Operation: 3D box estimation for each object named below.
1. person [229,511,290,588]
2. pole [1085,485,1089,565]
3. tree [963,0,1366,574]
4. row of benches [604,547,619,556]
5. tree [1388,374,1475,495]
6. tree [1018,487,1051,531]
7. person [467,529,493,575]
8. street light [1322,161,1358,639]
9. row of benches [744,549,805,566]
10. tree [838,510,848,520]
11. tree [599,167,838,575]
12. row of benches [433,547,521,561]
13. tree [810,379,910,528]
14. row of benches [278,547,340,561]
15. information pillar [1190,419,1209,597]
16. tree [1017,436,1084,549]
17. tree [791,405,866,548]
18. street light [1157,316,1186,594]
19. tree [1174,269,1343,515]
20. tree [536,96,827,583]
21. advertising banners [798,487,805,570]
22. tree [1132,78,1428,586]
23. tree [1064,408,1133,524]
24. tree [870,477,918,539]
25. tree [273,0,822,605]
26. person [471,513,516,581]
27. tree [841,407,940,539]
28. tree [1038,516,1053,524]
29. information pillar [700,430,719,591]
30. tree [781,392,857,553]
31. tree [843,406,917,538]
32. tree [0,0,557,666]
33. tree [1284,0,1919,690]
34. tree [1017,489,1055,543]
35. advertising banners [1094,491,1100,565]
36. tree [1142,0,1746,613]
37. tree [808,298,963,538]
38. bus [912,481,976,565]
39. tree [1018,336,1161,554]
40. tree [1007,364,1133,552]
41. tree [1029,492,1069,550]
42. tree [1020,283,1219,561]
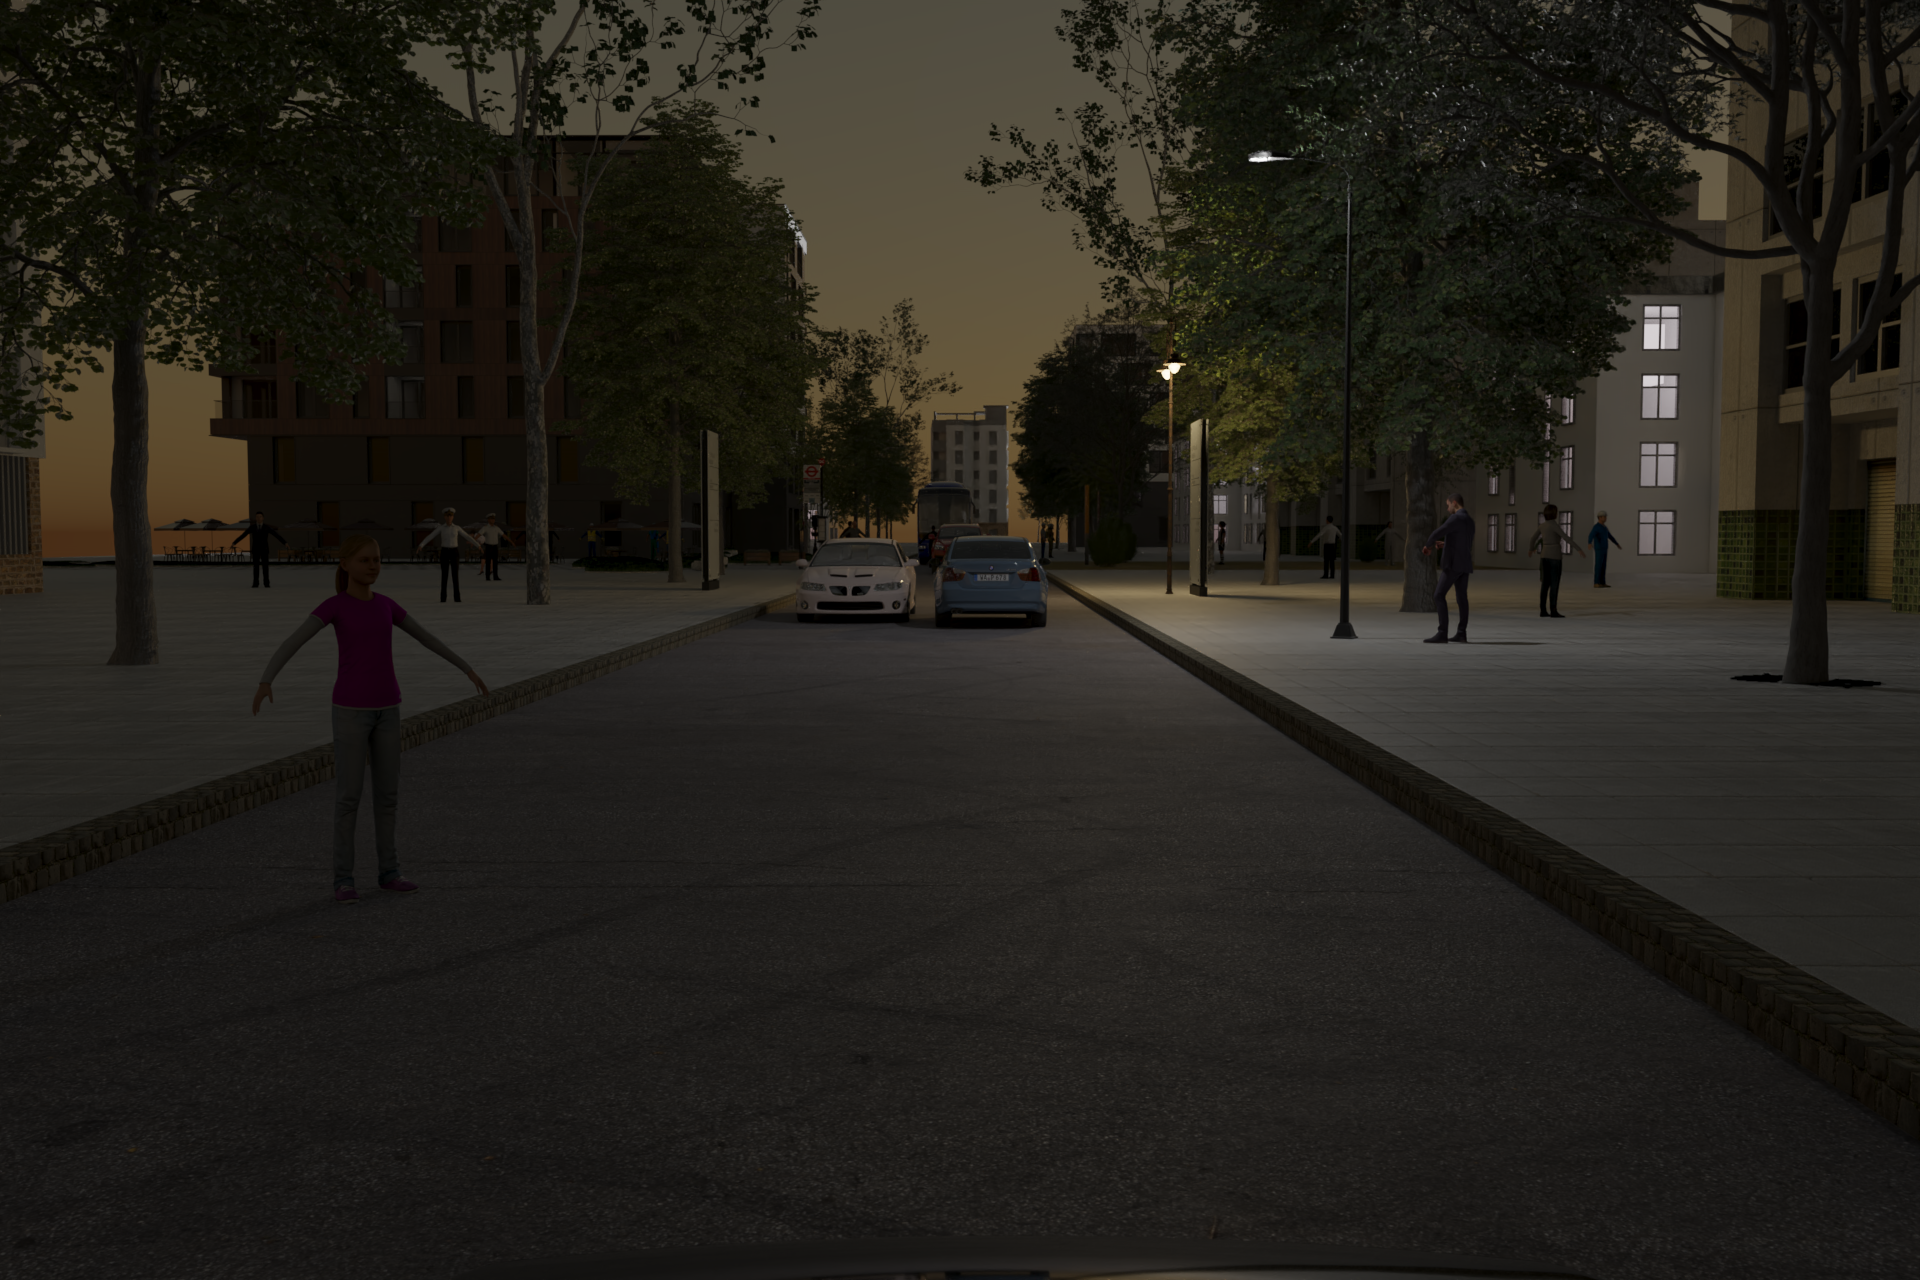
[{"bbox_3d":[-16.742,-2.164,41.437,1.345,1.823,0.704,-1,4,-17],"label":"person"},{"bbox_3d":[5.275,-4.780,71.991,0.158,3.312,0.155,0,3,0],"label":"pole"},{"bbox_3d":[6.981,-12.250,56.175,12.611,20.169,13.585,0,3,0],"label":"tree"},{"bbox_3d":[-16.441,-4.062,81.872,1.422,0.672,4.104,-1,4,-13],"label":"row of benches"},{"bbox_3d":[20.028,-7.697,76.205,4.360,8.622,3.978,0,3,0],"label":"tree"},{"bbox_3d":[7.909,-13.248,166.974,4.737,8.622,4.395,0,3,0],"label":"tree"},{"bbox_3d":[-15.029,-2.760,54.360,0.799,1.438,0.628,-2,4,-28],"label":"person"},{"bbox_3d":[5.268,-2.971,21.117,1.470,5.913,1.316,0,4,0],"label":"street light"},{"bbox_3d":[-6.993,-3.409,71.199,4.104,0.672,1.422,-1,4,-10],"label":"row of benches"},{"bbox_3d":[-19.688,-19.887,259.566,7.601,10.594,8.767,1,4,9],"label":"tree"},{"bbox_3d":[-7.722,-8.333,54.372,7.486,12.596,7.792,0,3,0],"label":"tree"},{"bbox_3d":[-22.680,-4.015,81.102,4.104,0.672,1.422,-2,4,-25],"label":"row of benches"},{"bbox_3d":[-7.537,-12.735,126.344,7.486,12.596,7.792,0,3,0],"label":"tree"},{"bbox_3d":[-29.978,-3.980,80.532,4.104,0.672,1.422,2,4,26],"label":"row of benches"},{"bbox_3d":[4.996,-2.745,36.191,0.184,3.620,1.656,0,4,1],"label":"information pillar"},{"bbox_3d":[8.620,-13.725,150.158,9.928,11.665,9.643,0,3,0],"label":"tree"},{"bbox_3d":[-7.649,-8.980,97.186,4.737,8.622,4.395,0,3,0],"label":"tree"},{"bbox_3d":[4.478,-3.919,36.870,0.468,5.910,1.993,0,4,1],"label":"street light"},{"bbox_3d":[12.675,-9.349,70.988,7.486,12.596,7.792,0,3,0],"label":"tree"},{"bbox_3d":[-7.373,-7.771,45.176,7.486,12.596,7.792,0,3,0],"label":"tree"},{"bbox_3d":[-5.790,-4.113,63.436,0.090,3.025,2.074,0,4,0],"label":"advertising banners"},{"bbox_3d":[7.987,-7.659,43.353,7.486,12.596,7.792,0,3,0],"label":"tree"},{"bbox_3d":[8.147,-9.053,98.379,4.737,8.622,4.395,0,3,0],"label":"tree"},{"bbox_3d":[-9.673,-20.482,253.014,7.486,12.596,7.792,0,3,0],"label":"tree"},{"bbox_3d":[-8.307,-10.625,29.615,12.611,20.169,13.585,0,3,0],"label":"tree"},{"bbox_3d":[-12.886,-2.564,47.705,1.343,1.855,0.704,-3,5,-43],"label":"person"},{"bbox_3d":[-6.992,-15.620,165.758,12.009,13.543,11.850,0,3,0],"label":"tree"},{"bbox_3d":[13.318,-18.480,252.516,4.360,8.622,3.978,0,3,0],"label":"tree"},{"bbox_3d":[-5.763,-2.974,39.946,0.184,3.620,1.656,0,4,0],"label":"information pillar"},{"bbox_3d":[-7.739,-8.583,90.691,4.737,8.622,4.395,0,3,0],"label":"tree"},{"bbox_3d":[-7.371,-14.384,153.302,7.486,12.596,7.792,0,3,0],"label":"tree"},{"bbox_3d":[-7.788,-6.045,16.967,7.486,12.596,7.792,0,3,0],"label":"tree"},{"bbox_3d":[7.419,-6.371,14.529,12.009,13.543,11.850,0,3,0],"label":"tree"},{"bbox_3d":[12.014,-19.871,259.307,7.601,10.594,8.767,0,4,6],"label":"tree"},{"bbox_3d":[5.574,-4.542,70.444,0.090,3.025,2.074,0,4,1],"label":"advertising banners"},{"bbox_3d":[7.586,-7.426,28.075,9.857,13.997,8.962,0,3,0],"label":"tree"},{"bbox_3d":[-6.581,-17.317,139.020,12.611,20.169,13.585,0,3,0],"label":"tree"},{"bbox_3d":[-0.710,-5.687,84.536,2.896,3.916,12.251,0,4,0],"label":"bus"},{"bbox_3d":[8.225,-12.439,110.029,9.857,13.997,8.962,0,3,0],"label":"tree"},{"bbox_3d":[7.967,-13.305,124.185,9.857,13.997,8.962,0,3,0],"label":"tree"},{"bbox_3d":[8.082,-11.535,138.954,4.360,8.622,3.978,0,3,0],"label":"tree"},{"bbox_3d":[7.892,-10.599,83.656,12.009,13.543,11.850,0,3,0],"label":"tree"}]
